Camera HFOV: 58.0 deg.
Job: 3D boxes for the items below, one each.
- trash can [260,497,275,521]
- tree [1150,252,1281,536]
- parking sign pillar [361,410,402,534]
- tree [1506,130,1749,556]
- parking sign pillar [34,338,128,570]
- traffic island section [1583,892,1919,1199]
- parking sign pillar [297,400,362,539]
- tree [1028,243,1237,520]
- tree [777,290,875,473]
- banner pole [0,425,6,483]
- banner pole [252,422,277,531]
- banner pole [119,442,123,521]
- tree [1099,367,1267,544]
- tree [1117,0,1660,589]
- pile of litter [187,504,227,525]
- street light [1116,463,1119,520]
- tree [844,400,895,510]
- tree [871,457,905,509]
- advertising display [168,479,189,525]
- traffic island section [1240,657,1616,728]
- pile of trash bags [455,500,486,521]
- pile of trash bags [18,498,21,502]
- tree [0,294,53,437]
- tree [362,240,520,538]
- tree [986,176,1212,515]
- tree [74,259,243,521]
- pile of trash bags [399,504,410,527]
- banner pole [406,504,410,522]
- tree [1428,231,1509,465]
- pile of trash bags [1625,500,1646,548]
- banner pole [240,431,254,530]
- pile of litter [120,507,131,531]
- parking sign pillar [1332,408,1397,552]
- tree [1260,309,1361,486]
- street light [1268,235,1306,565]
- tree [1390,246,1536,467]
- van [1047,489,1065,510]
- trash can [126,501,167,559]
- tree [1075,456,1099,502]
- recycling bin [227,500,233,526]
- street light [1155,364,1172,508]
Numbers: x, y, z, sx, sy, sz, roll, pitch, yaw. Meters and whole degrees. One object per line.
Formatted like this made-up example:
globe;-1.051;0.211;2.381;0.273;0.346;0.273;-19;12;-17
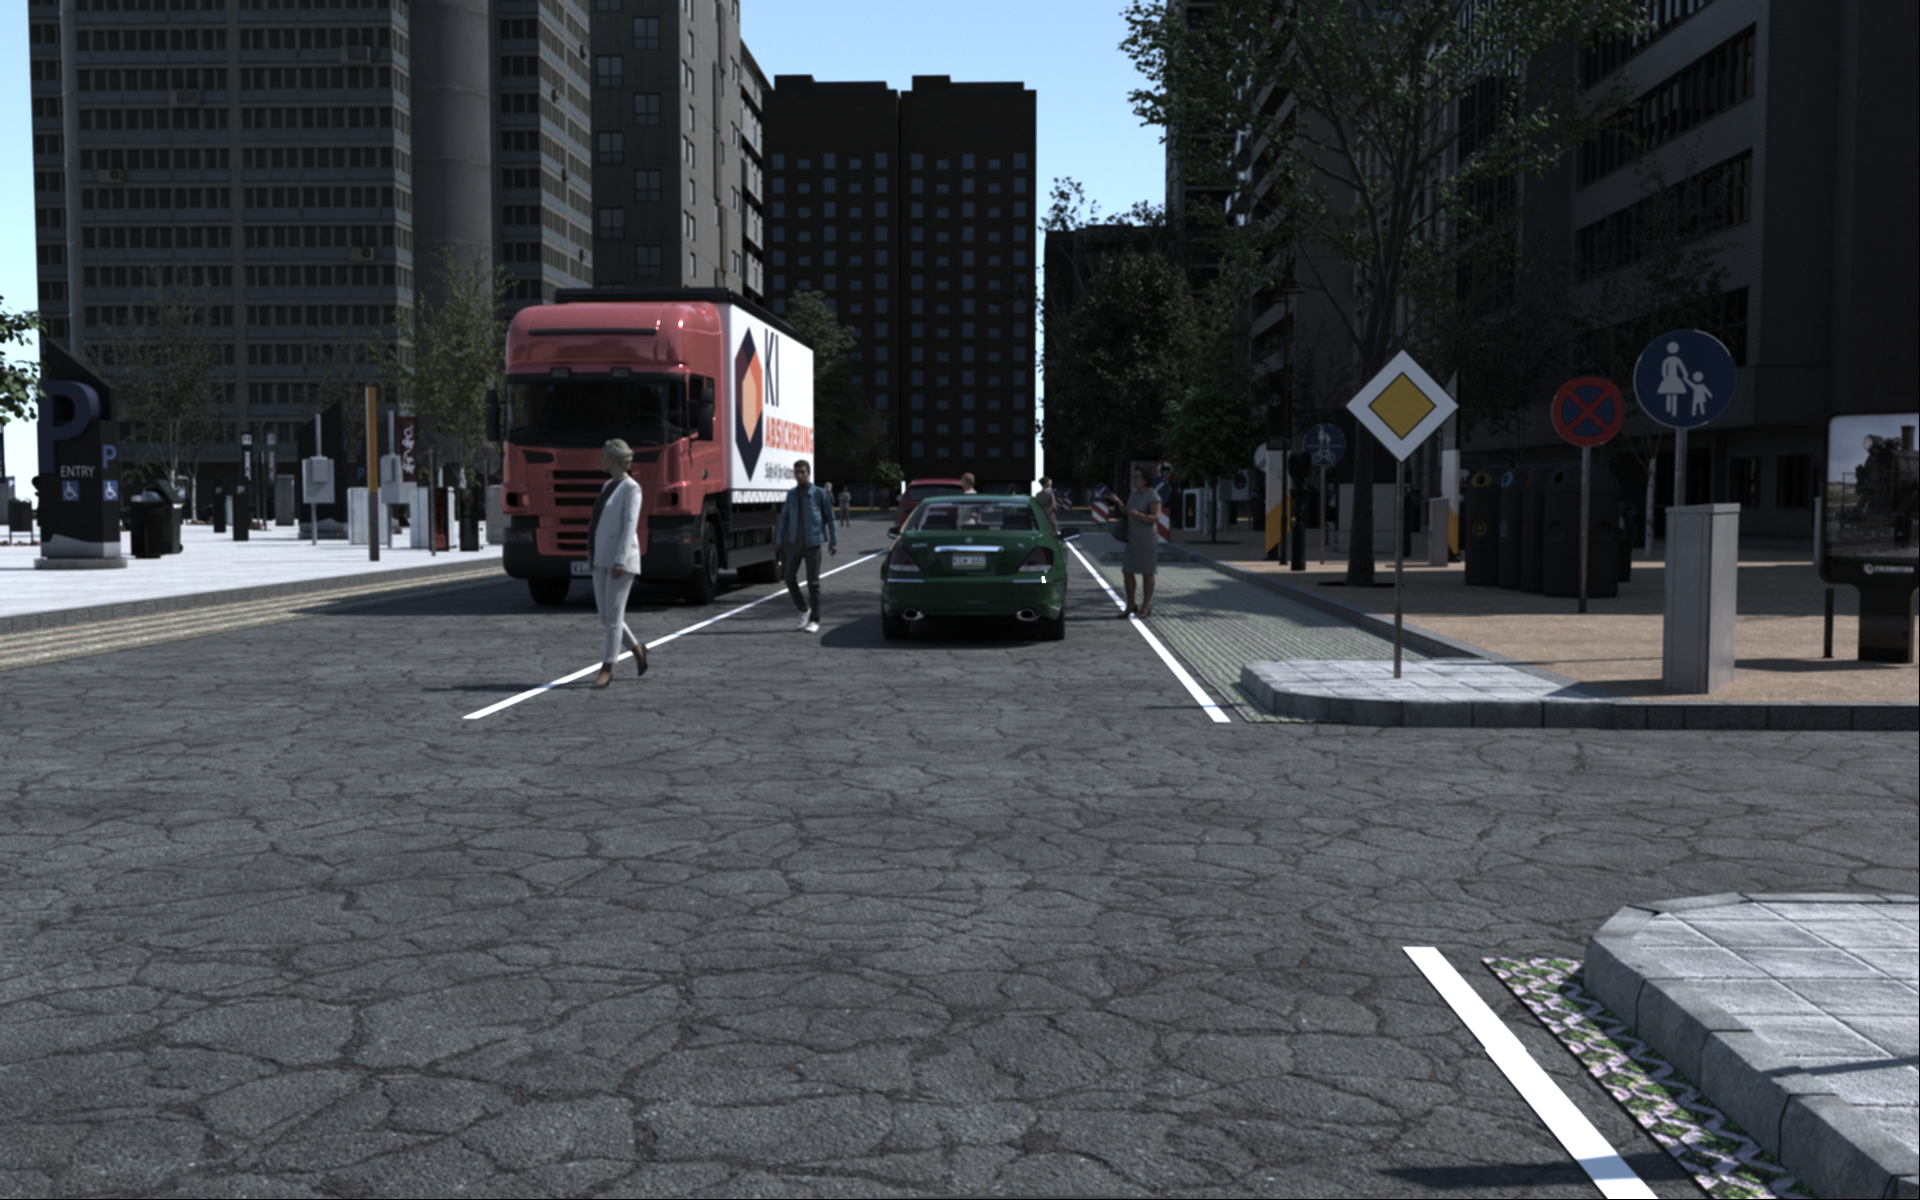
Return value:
trash can;-33.401;-4.400;83.585;0.748;1.137;0.748;0;3;0
tree;7.644;-6.277;52.993;4.737;8.622;4.395;0;3;0
parking sign pillar;-18.628;-4.092;55.377;1.447;3.967;1.447;2;4;31
tree;14.188;-5.222;35.741;4.360;8.622;3.978;0;3;0
parking sign pillar;-15.165;-2.526;29.771;1.447;3.967;1.447;1;4;15
traffic island section;2.766;1.112;4.101;2.009;0.180;2.903;0;4;2
parking sign pillar;-18.284;-3.745;49.706;1.447;3.967;1.447;0;4;4
tree;7.795;-9.929;79.340;9.611;12.733;9.660;0;3;0
tree;-8.601;-10.889;96.159;7.486;12.596;7.792;0;3;0
banner pole;-27.059;-3.576;48.492;0.401;3.779;0.863;1;4;18
banner pole;-24.111;-4.306;60.420;0.863;3.779;0.401;2;4;28
banner pole;-40.640;-5.722;83.579;0.401;3.779;0.863;1;4;11
tree;6.536;-3.753;45.082;4.285;4.588;4.351;0;3;0
tree;5.722;-5.989;23.680;9.928;11.665;9.643;0;3;0
pile of litter;-31.448;-3.573;72.387;1.719;0.858;1.176;1;4;19
street light;7.820;-6.913;85.816;0.468;5.910;1.993;0;4;2
tree;-7.035;-11.308;135.244;4.360;8.622;3.978;0;3;0
tree;-6.523;-10.400;153.747;4.285;4.588;4.351;0;3;0
advertising display;-32.927;-4.144;72.973;0.974;1.923;0.123;1;4;22
traffic island section;3.068;0.624;12.080;2.009;0.180;2.903;0;4;2
pile of trash bags;-22.695;-4.450;82.511;1.912;1.369;3.447;-3;4;-37
pile of trash bags;-48.553;-4.753;87.462;1.912;1.369;3.447;0;4;-3
tree;-11.972;-2.156;18.967;4.285;4.588;4.351;0;3;0
tree;-14.609;-6.088;49.909;4.737;8.622;4.395;0;3;0
tree;8.375;-15.190;104.238;12.611;20.169;13.585;0;3;0
tree;-24.717;-6.319;53.685;4.360;8.622;3.978;0;3;0
pile of trash bags;-22.920;-3.574;68.180;1.912;1.369;3.447;-2;4;-31
banner pole;-25.707;-5.561;80.931;0.401;3.779;0.863;2;4;24
tree;14.845;-5.900;46.825;4.360;8.622;3.978;0;3;0
pile of trash bags;15.095;-1.988;42.261;1.912;1.369;3.447;-2;4;-24
banner pole;-24.959;-4.343;61.026;0.401;3.779;0.863;2;4;29
pile of litter;-29.001;-2.807;59.863;1.176;0.858;1.719;2;4;30
parking sign pillar;9.126;-3.085;38.920;1.447;3.967;1.447;1;4;20
tree;14.076;-7.266;69.158;4.360;8.622;3.978;0;3;0
street light;5.854;-3.569;31.141;0.468;5.910;1.993;0;4;2
tree;14.918;-6.209;51.880;4.737;8.622;4.395;0;3;0
van;7.953;-8.576;147.226;2.013;2.044;4.112;0;4;2
trash can;-16.194;-1.398;34.505;0.748;1.137;0.748;0;3;0
tree;10.691;-9.328;136.221;4.285;4.588;4.351;0;3;0
recycling bin;-29.226;-3.516;70.038;0.722;1.027;0.722;-2;4;-27
street light;6.872;-5.258;58.759;0.468;5.910;1.993;0;4;2
